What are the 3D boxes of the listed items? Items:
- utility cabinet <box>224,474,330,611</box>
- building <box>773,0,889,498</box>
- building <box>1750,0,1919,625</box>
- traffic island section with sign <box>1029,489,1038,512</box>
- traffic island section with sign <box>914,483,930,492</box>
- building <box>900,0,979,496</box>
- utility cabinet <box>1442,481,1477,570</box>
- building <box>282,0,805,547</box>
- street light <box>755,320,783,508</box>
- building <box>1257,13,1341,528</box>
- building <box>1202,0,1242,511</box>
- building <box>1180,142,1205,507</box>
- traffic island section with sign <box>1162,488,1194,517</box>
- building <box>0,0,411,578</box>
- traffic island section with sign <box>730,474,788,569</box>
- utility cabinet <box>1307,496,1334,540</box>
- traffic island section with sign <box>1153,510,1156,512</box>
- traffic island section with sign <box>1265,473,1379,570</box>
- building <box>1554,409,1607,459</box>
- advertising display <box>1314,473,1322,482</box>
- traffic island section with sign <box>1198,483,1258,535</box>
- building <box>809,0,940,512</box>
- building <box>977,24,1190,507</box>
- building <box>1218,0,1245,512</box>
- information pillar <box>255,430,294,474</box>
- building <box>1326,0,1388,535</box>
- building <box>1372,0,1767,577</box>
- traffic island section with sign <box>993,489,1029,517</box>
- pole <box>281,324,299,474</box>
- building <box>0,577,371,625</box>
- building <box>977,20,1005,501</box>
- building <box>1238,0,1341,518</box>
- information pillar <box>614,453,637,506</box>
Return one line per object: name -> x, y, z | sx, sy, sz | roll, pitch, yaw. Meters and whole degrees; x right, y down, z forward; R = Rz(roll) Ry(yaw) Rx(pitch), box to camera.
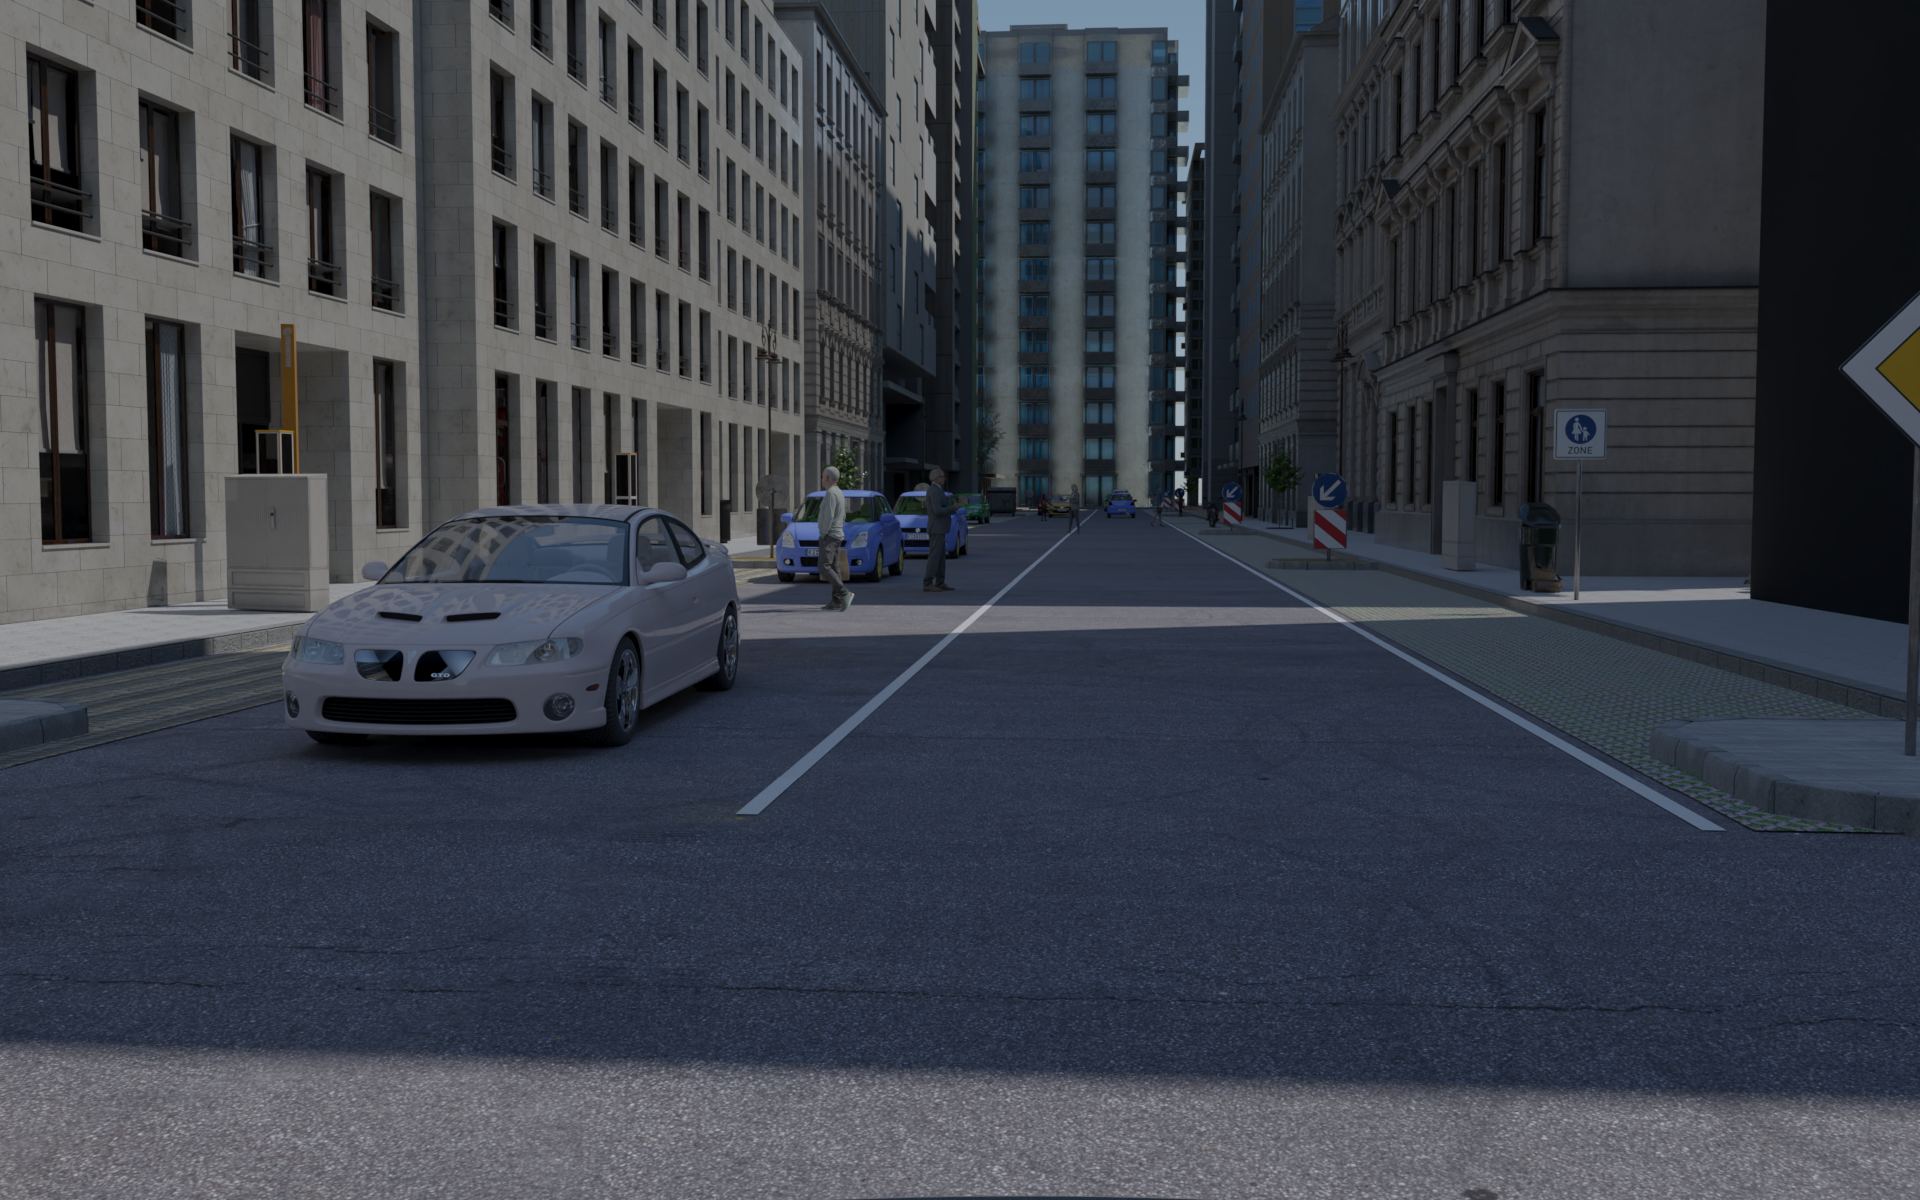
utility cabinet -> -7.471, -0.626, 18.921 | 1.173, 1.500, 0.318 | 1, 4, 23
building -> -8.930, -13.550, 70.691 | 9.793, 20.994, 18.267 | 0, 4, 5
building -> 17.004, -11.254, 13.688 | 15.834, 23.373, 12.332 | 0, 4, 5
traffic island section with sign -> 5.590, -7.892, 137.669 | 1.989, 1.847, 2.006 | 0, 4, 5
traffic island section with sign -> -1.289, -3.207, 61.063 | 1.989, 1.847, 2.006 | 0, 4, 5
building -> -6.286, -26.631, 119.010 | 14.154, 41.232, 14.086 | 0, 4, 5
utility cabinet -> 8.418, -1.254, 29.183 | 0.318, 1.500, 1.173 | 0, 4, 3
building -> -11.393, -12.101, 52.610 | 10.420, 20.320, 16.860 | 0, 4, 5
street light -> -5.060, -4.483, 46.079 | 0.468, 5.910, 1.993 | 0, 4, 5
building -> 18.238, -13.732, 73.667 | 9.793, 20.994, 18.267 | 0, 4, 5
building -> 30.617, -36.691, 141.892 | 21.231, 58.520, 28.212 | 0, 4, 5
building -> 35.612, -29.957, 181.684 | 23.993, 40.220, 32.217 | 0, 4, 5
traffic island section with sign -> 13.810, -6.197, 109.945 | 1.989, 1.847, 2.006 | 0, 4, 5
building -> -12.057, -11.072, 35.774 | 10.420, 20.320, 16.860 | 0, 4, 5
traffic island section with sign -> -3.735, -1.550, 33.975 | 1.989, 1.847, 2.006 | 0, 4, 5
utility cabinet -> 9.965, -2.244, 47.854 | 0.306, 1.237, 1.020 | -1, 4, -15
traffic island section with sign -> 16.266, -7.864, 137.207 | 1.989, 1.847, 2.006 | 0, 4, 5
traffic island section with sign -> 6.923, -1.514, 33.384 | 1.989, 1.847, 2.006 | 0, 4, 5
building -> 56.884, -22.978, 147.398 | 14.107, 30.474, 14.160 | 0, 4, 5
advertising display -> 11.205, -3.003, 54.315 | 0.123, 1.923, 0.974 | 0, 4, 4
traffic island section with sign -> 9.389, -3.191, 60.807 | 1.989, 1.847, 2.006 | 0, 4, 5
building -> -15.815, -31.158, 98.677 | 28.713, 52.752, 27.495 | 0, 4, 5
building -> 8.120, -34.253, 179.651 | 30.456, 49.044, 23.786 | 0, 4, 5
building -> 29.448, -30.156, 112.664 | 23.786, 49.044, 30.456 | 0, 4, 5
information pillar -> -7.927, -0.954, 20.090 | 0.304, 2.012, 0.304 | 1, 4, 9
building -> 17.907, -13.787, 54.302 | 11.050, 23.489, 19.941 | 0, 4, 5
building -> 14.681, -10.425, 35.069 | 10.561, 19.102, 19.286 | 0, 4, 5
traffic island section with sign -> 3.184, -6.250, 110.821 | 1.989, 1.847, 2.006 | 0, 4, 5
pole -> -8.061, -1.654, 20.881 | 0.158, 3.312, 0.155 | 0, 3, 0
building -> -14.352, -10.051, 19.083 | 10.420, 20.320, 16.860 | 0, 4, 5
building -> -11.203, -30.292, 149.894 | 28.867, 44.769, 22.147 | 0, 4, 5
building -> 22.206, -26.934, 90.484 | 14.600, 45.320, 14.200 | 0, 4, 5
information pillar -> -5.970, -1.619, 30.962 | 0.304, 2.012, 0.304 | 1, 4, 13
